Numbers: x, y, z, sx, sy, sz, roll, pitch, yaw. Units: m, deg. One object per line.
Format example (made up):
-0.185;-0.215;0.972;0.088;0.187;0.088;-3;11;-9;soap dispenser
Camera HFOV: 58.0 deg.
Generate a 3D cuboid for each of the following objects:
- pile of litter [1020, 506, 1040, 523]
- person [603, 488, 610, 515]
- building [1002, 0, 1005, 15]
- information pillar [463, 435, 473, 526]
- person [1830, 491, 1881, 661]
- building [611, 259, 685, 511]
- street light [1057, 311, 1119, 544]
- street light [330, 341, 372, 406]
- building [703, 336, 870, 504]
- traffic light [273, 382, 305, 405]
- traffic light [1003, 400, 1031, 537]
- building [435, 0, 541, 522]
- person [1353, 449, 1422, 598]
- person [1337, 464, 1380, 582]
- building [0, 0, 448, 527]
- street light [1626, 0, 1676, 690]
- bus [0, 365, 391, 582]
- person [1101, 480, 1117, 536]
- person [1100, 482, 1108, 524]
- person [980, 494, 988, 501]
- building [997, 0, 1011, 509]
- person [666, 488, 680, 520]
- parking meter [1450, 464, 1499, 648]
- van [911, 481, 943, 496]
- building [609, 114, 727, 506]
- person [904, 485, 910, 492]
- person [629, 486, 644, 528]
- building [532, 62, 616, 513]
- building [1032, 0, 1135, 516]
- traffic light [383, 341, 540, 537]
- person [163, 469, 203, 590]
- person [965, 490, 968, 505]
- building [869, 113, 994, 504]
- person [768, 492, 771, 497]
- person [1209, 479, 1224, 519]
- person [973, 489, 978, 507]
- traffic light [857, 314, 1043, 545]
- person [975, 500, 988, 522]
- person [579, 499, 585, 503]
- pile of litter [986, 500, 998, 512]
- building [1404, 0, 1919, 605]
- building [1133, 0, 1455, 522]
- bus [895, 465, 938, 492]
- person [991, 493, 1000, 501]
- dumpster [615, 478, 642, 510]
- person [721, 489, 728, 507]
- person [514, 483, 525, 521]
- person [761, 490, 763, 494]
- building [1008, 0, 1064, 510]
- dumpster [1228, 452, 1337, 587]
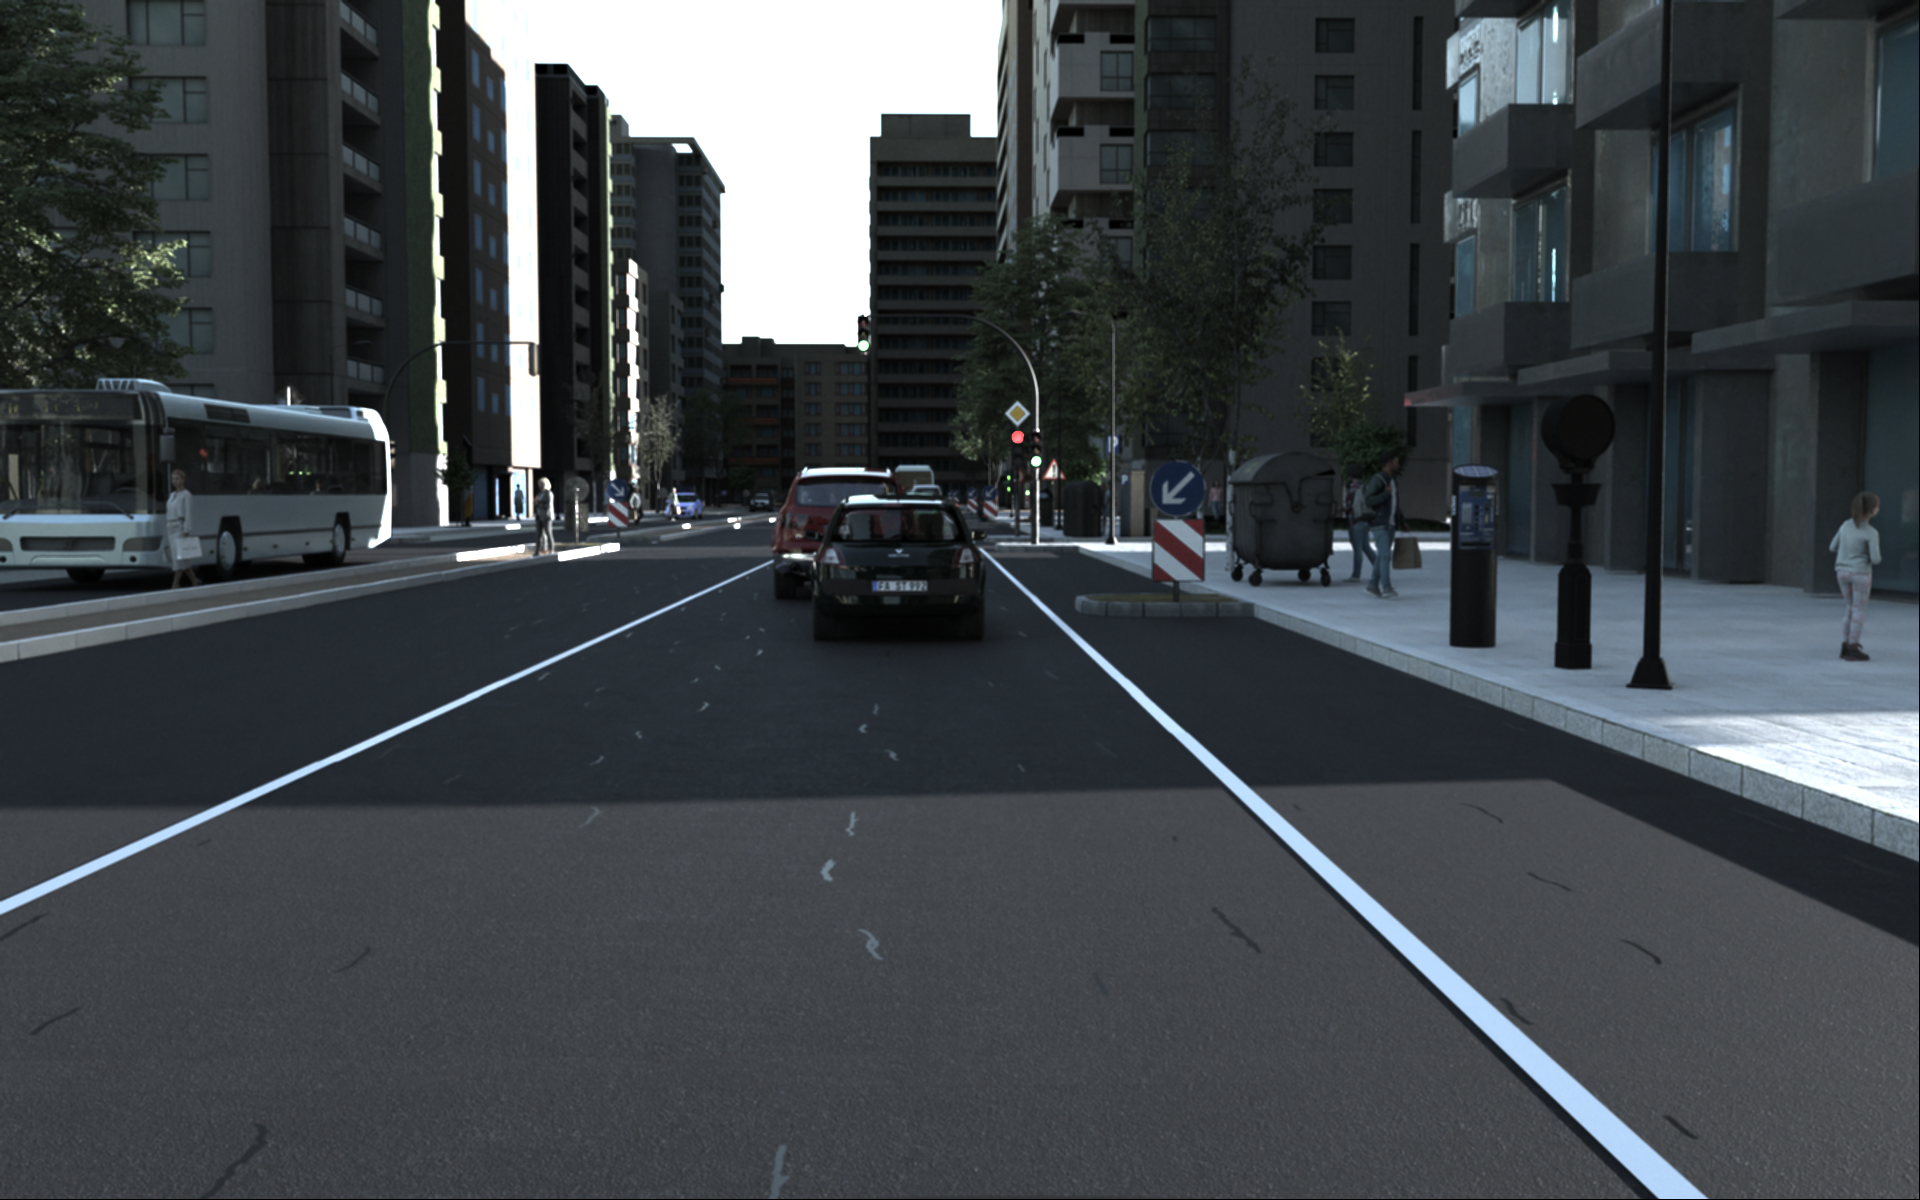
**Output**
3.195;-3.950;78.555;1.176;0.858;1.719;0;4;-5;pile of litter
-21.109;-5.970;103.741;0.778;1.811;0.616;-2;4;-24;person
14.902;-39.366;185.627;21.231;58.520;28.212;0;4;-1;building
-19.637;-4.755;69.093;0.504;3.616;0.183;3;4;39;information pillar
6.939;-0.188;13.390;0.394;1.301;0.425;-3;4;-36;person
-38.369;-18.132;141.494;27.650;21.520;28.899;0;4;-1;building
3.335;-4.375;44.068;1.470;5.913;1.316;0;4;-1;street light
-18.546;-4.903;52.698;1.470;5.913;1.316;0;4;-1;street light
-26.133;-23.362;227.008;28.899;21.520;27.650;0;4;-1;building
-16.874;-3.345;43.616;0.839;4.253;0.868;0;4;-1;traffic light
1.705;-3.860;52.032;0.839;4.253;0.868;0;4;-1;traffic light
-29.487;-26.627;85.467;14.600;45.320;14.200;0;4;-1;building
5.248;-0.929;21.219;0.794;1.824;0.713;-2;4;-31;person
5.833;-1.121;25.205;0.643;1.720;0.563;2;4;32;person
-28.060;-23.237;63.517;14.154;41.232;14.086;0;4;-1;building
4.057;-2.373;11.337;1.470;5.913;1.316;0;4;-1;street light
-13.339;-2.211;31.009;2.948;3.499;13.247;0;4;-3;bus
4.613;-2.822;53.187;0.512;1.701;0.522;-3;5;-42;person
6.163;-4.132;73.791;0.709;1.800;0.728;1;4;19;person
2.315;-8.520;145.334;1.348;1.826;0.705;0;4;-3;person
14.500;-32.864;161.027;21.300;48.544;21.600;0;4;-1;building
-15.616;-5.224;94.401;0.782;1.767;0.515;3;5;39;person
4.328;-0.377;14.581;0.372;1.533;0.369;0;3;0;parking meter
-1.525;-4.405;79.031;2.013;2.044;4.112;0;4;-1;van
-37.489;-30.049;183.185;23.993;40.220;32.217;0;4;-1;building
-1.889;-3.294;62.904;0.519;1.759;0.362;2;4;35;person
-13.860;-3.965;73.819;0.515;1.767;0.782;2;4;31;person
-31.627;-21.105;116.762;14.160;30.474;14.107;0;4;-1;building
18.956;-32.039;113.069;28.713;52.752;27.495;0;4;-1;building
-14.962;-4.710;51.681;4.771;5.953;1.251;0;4;-1;traffic light
-11.045;-0.966;24.644;0.624;1.780;0.694;-3;5;-44;person
0.789;-11.542;195.432;0.721;1.739;1.217;0;4;7;person
-0.828;-36.714;223.973;21.600;48.544;21.300;0;4;-1;building
-17.928;-9.298;161.998;0.593;1.643;0.415;2;4;25;person
9.089;-3.389;61.464;0.555;1.821;0.388;-1;4;-15;person
1.351;-8.663;148.348;0.551;1.740;0.621;3;5;45;person
-0.207;-4.232;43.861;4.771;5.953;1.251;0;4;-1;traffic light
1.118;-4.027;79.837;1.012;1.151;0.738;-1;4;-11;person
-22.749;-5.979;103.825;0.660;1.820;0.620;3;5;42;person
2.174;-6.690;123.344;1.176;0.858;1.719;0;4;-1;pile of litter
20.910;-24.806;25.188;23.786;49.044;30.456;0;4;-1;building
15.265;-19.157;84.913;14.160;30.474;14.107;0;4;-1;building
-3.004;-7.491;117.333;2.948;3.499;13.247;0;4;-1;bus
2.637;-8.024;137.239;1.348;1.824;0.705;3;4;36;person
-20.368;-6.322;105.858;1.502;2.255;1.985;0;4;-1;dumpster
-24.139;-10.483;177.306;0.709;1.838;0.599;0;4;-7;person
-21.289;-4.725;83.518;0.478;1.798;0.641;1;4;13;person
-17.316;-8.741;151.967;0.990;1.755;0.434;-1;4;-17;person
11.210;-30.157;143.181;14.600;45.320;14.200;0;4;-1;building
4.596;-1.158;24.696;1.264;1.857;1.865;0;4;-1;dumpster
